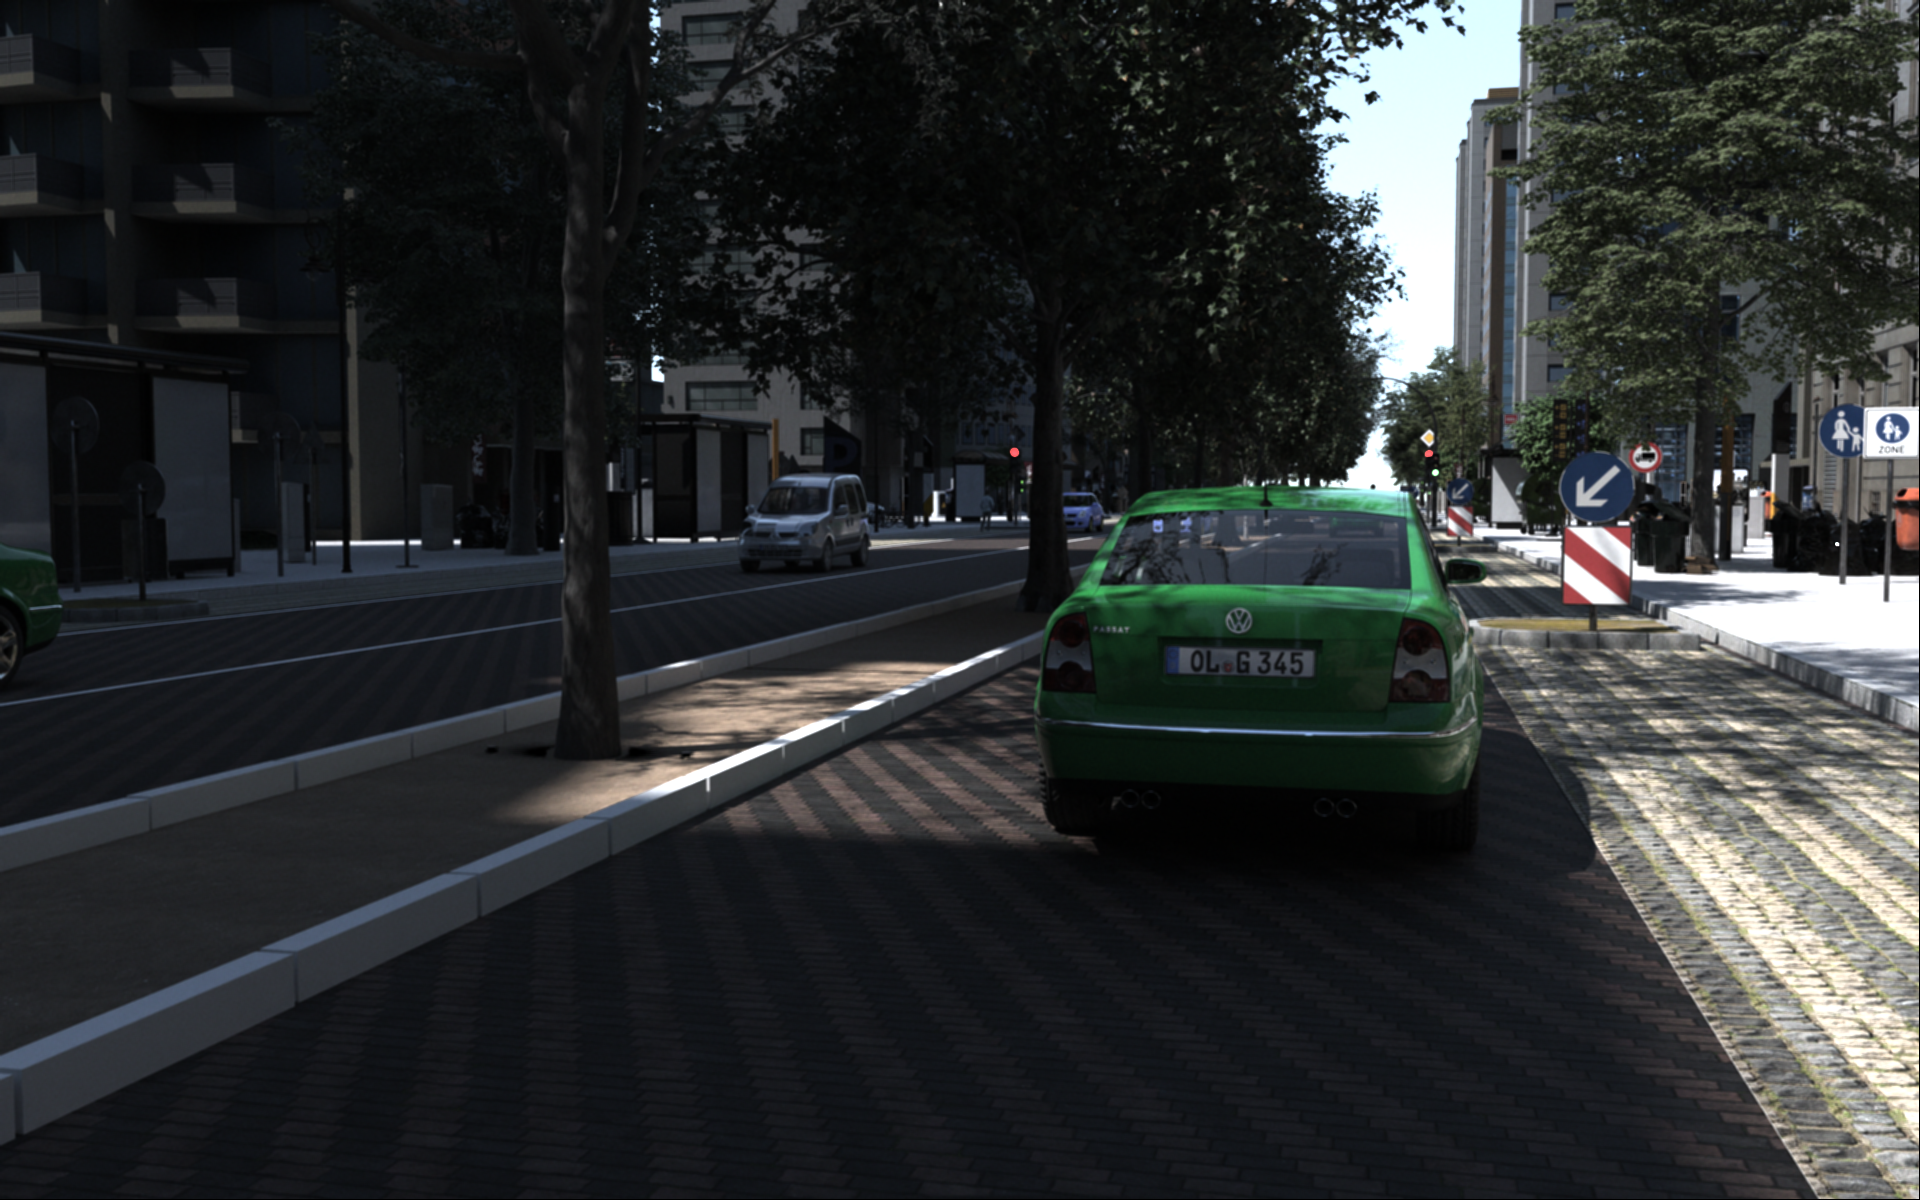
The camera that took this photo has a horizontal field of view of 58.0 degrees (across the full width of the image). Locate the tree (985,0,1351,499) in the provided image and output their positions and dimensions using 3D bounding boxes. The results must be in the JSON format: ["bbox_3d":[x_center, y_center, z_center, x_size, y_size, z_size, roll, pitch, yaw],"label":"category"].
[{"bbox_3d":[3.214,-6.247,30.345,9.928,11.665,9.643,0,3,0],"label":"tree"}]

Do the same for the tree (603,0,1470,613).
[{"bbox_3d":[1.055,-6.192,20.699,9.611,12.733,9.660,0,3,0],"label":"tree"}]

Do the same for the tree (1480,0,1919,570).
[{"bbox_3d":[12.610,-6.759,28.644,7.486,12.596,7.792,0,3,0],"label":"tree"}]

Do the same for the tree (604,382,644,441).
[{"bbox_3d":[-19.951,-9.015,97.754,4.737,8.622,4.395,0,3,0],"label":"tree"}]

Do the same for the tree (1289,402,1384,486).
[{"bbox_3d":[27.053,-13.534,130.401,9.857,13.997,8.962,0,3,0],"label":"tree"}]

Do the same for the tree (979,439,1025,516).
[{"bbox_3d":[2.476,-7.334,103.616,4.285,4.588,4.351,0,3,0],"label":"tree"}]

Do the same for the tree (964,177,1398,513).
[{"bbox_3d":[5.286,-6.254,39.120,8.767,10.594,7.601,1,4,13],"label":"tree"}]

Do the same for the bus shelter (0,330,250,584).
[{"bbox_3d":[-13.061,-2.765,22.846,2.179,5.291,8.768,1,4,13],"label":"bus shelter"}]

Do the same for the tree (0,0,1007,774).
[{"bbox_3d":[-2.021,-5.893,9.175,12.009,13.543,11.850,0,3,0],"label":"tree"}]

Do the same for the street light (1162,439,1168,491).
[{"bbox_3d":[16.488,-10.130,138.417,0.468,5.910,1.993,1,4,13],"label":"street light"}]

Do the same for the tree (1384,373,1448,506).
[{"bbox_3d":[48.690,-16.831,181.839,9.857,13.997,8.962,0,3,0],"label":"tree"}]

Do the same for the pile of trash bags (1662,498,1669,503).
[{"bbox_3d":[35.079,-4.796,88.173,1.912,1.369,3.447,2,4,26],"label":"pile of trash bags"}]

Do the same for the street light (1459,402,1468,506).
[{"bbox_3d":[25.249,-6.988,87.035,0.468,5.910,1.993,1,4,13],"label":"street light"}]

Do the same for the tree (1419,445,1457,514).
[{"bbox_3d":[28.607,-7.067,99.254,4.285,4.588,4.351,0,3,0],"label":"tree"}]

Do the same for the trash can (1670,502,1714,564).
[{"bbox_3d":[13.547,-1.250,32.089,0.748,1.137,0.748,0,3,0],"label":"trash can"}]

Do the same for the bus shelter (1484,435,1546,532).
[{"bbox_3d":[19.560,-4.086,60.724,2.014,3.302,5.546,1,4,14],"label":"bus shelter"}]

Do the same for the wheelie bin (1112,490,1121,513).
[{"bbox_3d":[10.797,-6.818,119.379,0.693,1.594,0.980,0,4,-5],"label":"wheelie bin"}]

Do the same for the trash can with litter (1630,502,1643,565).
[{"bbox_3d":[12.363,-1.206,31.109,0.624,1.170,1.055,1,4,22],"label":"trash can with litter"}]

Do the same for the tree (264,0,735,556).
[{"bbox_3d":[-9.226,-7.919,36.123,9.857,13.997,8.962,0,3,0],"label":"tree"}]

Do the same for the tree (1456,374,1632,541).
[{"bbox_3d":[16.652,-3.896,47.415,4.285,4.588,4.351,0,3,0],"label":"tree"}]

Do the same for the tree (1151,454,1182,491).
[{"bbox_3d":[16.435,-9.661,141.665,4.285,4.588,4.351,0,3,0],"label":"tree"}]

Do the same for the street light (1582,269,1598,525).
[{"bbox_3d":[12.919,-3.846,35.676,0.468,5.910,1.993,1,4,13],"label":"street light"}]

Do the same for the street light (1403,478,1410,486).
[{"bbox_3d":[62.384,-16.432,241.457,0.468,5.910,1.993,1,4,13],"label":"street light"}]

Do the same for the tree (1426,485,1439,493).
[{"bbox_3d":[45.441,-10.578,167.555,1.663,3.219,1.824,0,3,0],"label":"tree"}]

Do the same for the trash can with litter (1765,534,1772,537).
[{"bbox_3d":[24.244,-2.522,52.296,2.233,1.210,1.678,1,4,18],"label":"trash can with litter"}]

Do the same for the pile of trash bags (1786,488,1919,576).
[{"bbox_3d":[14.462,-1.071,27.267,1.912,1.369,3.447,1,4,9],"label":"pile of trash bags"}]

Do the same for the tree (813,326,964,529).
[{"bbox_3d":[-1.985,-7.900,63.584,8.767,10.594,7.601,2,4,24],"label":"tree"}]

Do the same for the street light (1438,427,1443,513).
[{"bbox_3d":[32.546,-8.842,117.347,0.468,5.910,1.993,1,4,13],"label":"street light"}]

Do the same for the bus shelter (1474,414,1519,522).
[{"bbox_3d":[26.201,-6.524,84.306,2.179,5.291,8.768,1,4,14],"label":"bus shelter"}]

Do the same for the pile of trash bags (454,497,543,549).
[{"bbox_3d":[-11.484,-1.948,41.601,3.447,1.369,1.912,2,4,25],"label":"pile of trash bags"}]

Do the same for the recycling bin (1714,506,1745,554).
[{"bbox_3d":[16.594,-1.532,37.602,0.722,1.027,0.722,1,4,18],"label":"recycling bin"}]

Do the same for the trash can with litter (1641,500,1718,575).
[{"bbox_3d":[11.714,-1.014,27.966,0.624,1.170,1.055,-3,5,-39],"label":"trash can with litter"}]

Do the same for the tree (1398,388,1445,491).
[{"bbox_3d":[41.264,-13.350,152.685,7.601,10.594,8.767,0,4,-2],"label":"tree"}]

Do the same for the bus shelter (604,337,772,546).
[{"bbox_3d":[-7.400,-4.222,46.656,2.179,5.291,8.768,1,4,13],"label":"bus shelter"}]

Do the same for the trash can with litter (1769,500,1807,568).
[{"bbox_3d":[14.534,-1.130,29.863,0.624,1.170,1.055,-3,4,-36],"label":"trash can with litter"}]

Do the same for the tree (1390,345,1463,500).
[{"bbox_3d":[37.150,-13.087,132.103,7.486,12.596,7.792,0,3,0],"label":"tree"}]

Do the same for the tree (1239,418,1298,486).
[{"bbox_3d":[9.071,-6.227,54.632,4.360,8.622,3.978,0,3,0],"label":"tree"}]

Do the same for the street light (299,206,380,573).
[{"bbox_3d":[-10.025,-3.385,28.140,0.468,5.910,1.993,1,4,13],"label":"street light"}]

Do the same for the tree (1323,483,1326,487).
[{"bbox_3d":[30.844,-11.837,146.347,4.737,8.622,4.395,0,3,0],"label":"tree"}]

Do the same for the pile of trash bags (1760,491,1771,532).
[{"bbox_3d":[26.811,-2.999,58.791,1.912,1.369,3.447,0,4,1],"label":"pile of trash bags"}]

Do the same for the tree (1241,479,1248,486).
[{"bbox_3d":[32.175,-17.706,207.626,7.486,12.596,7.792,0,3,0],"label":"tree"}]

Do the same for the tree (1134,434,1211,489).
[{"bbox_3d":[17.791,-14.099,148.653,7.486,12.596,7.792,0,3,0],"label":"tree"}]

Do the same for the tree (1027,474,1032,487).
[{"bbox_3d":[4.413,-5.698,87.763,1.663,3.219,1.824,0,3,0],"label":"tree"}]

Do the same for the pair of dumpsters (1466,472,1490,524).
[{"bbox_3d":[23.199,-4.549,76.877,1.574,2.255,4.437,1,4,14],"label":"pair of dumpsters"}]

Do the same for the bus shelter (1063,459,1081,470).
[{"bbox_3d":[5.369,-6.335,97.505,2.014,3.302,5.546,1,4,14],"label":"bus shelter"}]

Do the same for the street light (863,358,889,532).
[{"bbox_3d":[-2.810,-5.212,58.009,0.468,5.910,1.993,1,4,13],"label":"street light"}]

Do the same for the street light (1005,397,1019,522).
[{"bbox_3d":[2.332,-6.510,79.221,0.468,5.910,1.993,1,4,13],"label":"street light"}]

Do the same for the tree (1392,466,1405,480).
[{"bbox_3d":[55.015,-15.939,210.968,4.737,8.622,4.395,0,3,0],"label":"tree"}]

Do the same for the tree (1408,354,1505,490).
[{"bbox_3d":[26.674,-8.644,91.687,4.737,8.622,4.395,0,3,0],"label":"tree"}]

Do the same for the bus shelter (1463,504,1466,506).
[{"bbox_3d":[35.117,-8.009,122.225,1.731,3.624,6.357,1,4,13],"label":"bus shelter"}]

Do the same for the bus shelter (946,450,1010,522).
[{"bbox_3d":[1.014,-5.355,81.485,2.014,3.302,5.546,1,4,14],"label":"bus shelter"}]

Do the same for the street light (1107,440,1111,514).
[{"bbox_3d":[9.295,-8.317,108.769,0.468,5.910,1.993,1,4,13],"label":"street light"}]

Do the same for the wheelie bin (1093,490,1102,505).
[{"bbox_3d":[9.449,-6.831,119.598,0.693,1.594,0.980,1,4,15],"label":"wheelie bin"}]

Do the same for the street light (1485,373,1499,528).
[{"bbox_3d":[20.277,-5.704,66.044,0.468,5.910,1.993,1,4,13],"label":"street light"}]
